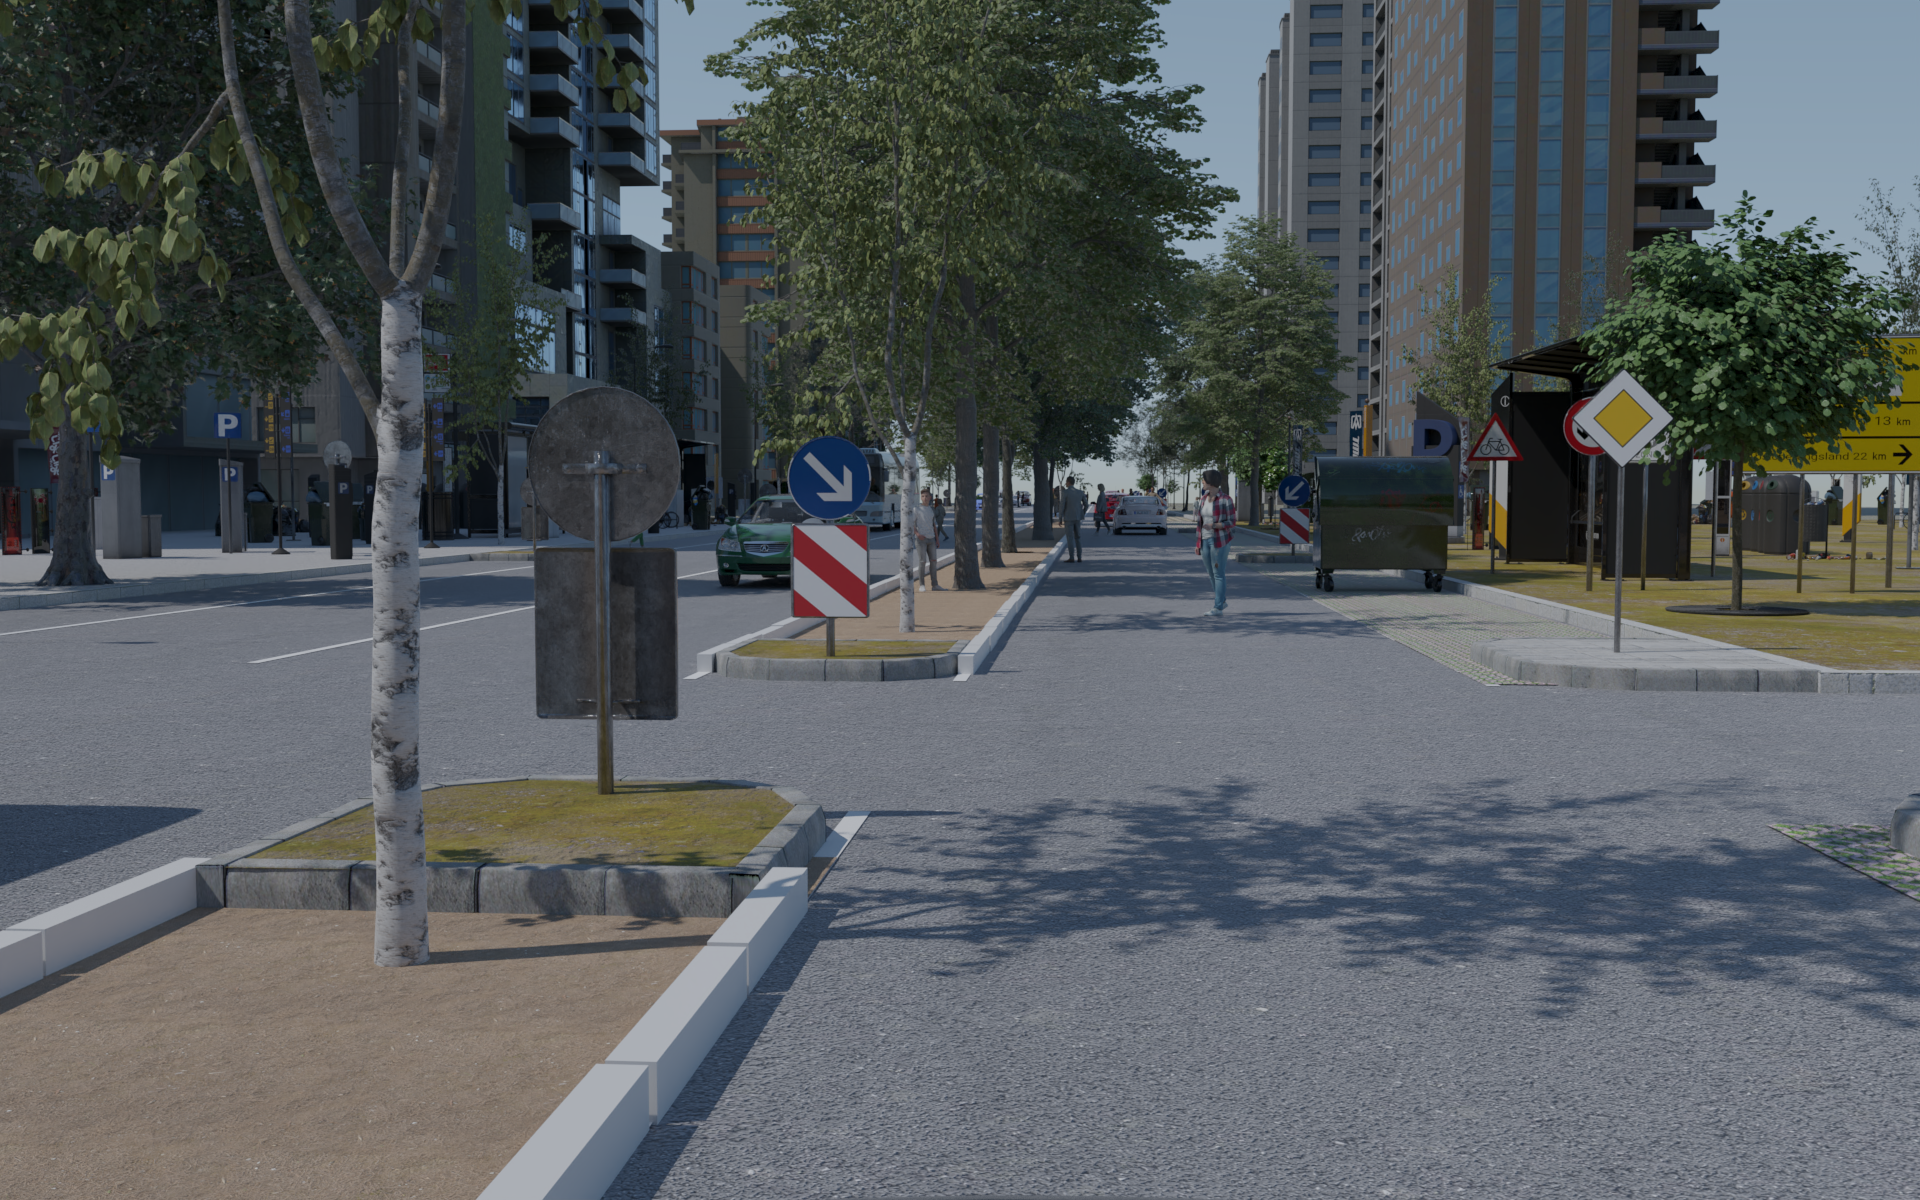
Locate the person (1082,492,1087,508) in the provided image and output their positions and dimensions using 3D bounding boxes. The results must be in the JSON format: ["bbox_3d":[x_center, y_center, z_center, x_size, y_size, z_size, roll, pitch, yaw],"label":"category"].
[{"bbox_3d":[11.062,-8.854,154.180,0.541,1.710,0.530,1,4,19],"label":"person"}]

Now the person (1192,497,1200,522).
[{"bbox_3d":[11.982,-4.609,88.142,0.394,1.301,0.425,3,4,38],"label":"person"}]

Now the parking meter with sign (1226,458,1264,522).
[{"bbox_3d":[13.242,-5.147,80.407,1.738,3.016,0.543,0,4,3],"label":"parking meter with sign"}]

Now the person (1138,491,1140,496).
[{"bbox_3d":[21.225,-12.028,205.021,0.709,1.838,0.599,1,4,21],"label":"person"}]

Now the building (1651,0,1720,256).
[{"bbox_3d":[36.408,-27.865,105.709,14.600,45.320,14.200,0,4,5],"label":"building"}]

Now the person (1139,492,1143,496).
[{"bbox_3d":[8.482,-4.272,80.941,0.523,1.515,0.503,2,4,31],"label":"person"}]

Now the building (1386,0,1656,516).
[{"bbox_3d":[37.929,-28.728,119.806,14.600,45.320,14.200,0,4,5],"label":"building"}]

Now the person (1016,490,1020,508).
[{"bbox_3d":[6.108,-10.653,182.689,0.705,1.822,1.348,0,4,2],"label":"person"}]

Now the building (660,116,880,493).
[{"bbox_3d":[-22.643,-33.563,203.375,22.147,44.769,28.867,0,4,5],"label":"building"}]

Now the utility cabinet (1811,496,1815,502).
[{"bbox_3d":[28.700,-2.927,59.017,0.306,1.237,1.020,0,4,-6],"label":"utility cabinet"}]

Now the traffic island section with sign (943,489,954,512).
[{"bbox_3d":[-1.024,-8.151,141.891,1.989,1.847,2.006,0,4,5],"label":"traffic island section with sign"}]

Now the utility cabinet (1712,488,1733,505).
[{"bbox_3d":[29.958,-3.594,67.442,1.173,1.500,0.318,0,4,3],"label":"utility cabinet"}]

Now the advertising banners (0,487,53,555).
[{"bbox_3d":[-19.951,-2.460,36.413,0.090,3.025,2.074,1,4,18],"label":"advertising banners"}]

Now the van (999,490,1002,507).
[{"bbox_3d":[3.411,-9.281,158.753,2.013,2.044,4.112,0,4,6],"label":"van"}]

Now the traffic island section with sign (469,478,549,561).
[{"bbox_3d":[-9.468,-1.796,37.985,1.989,1.847,2.006,0,4,5],"label":"traffic island section with sign"}]

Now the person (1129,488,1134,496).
[{"bbox_3d":[11.196,-6.432,113.759,0.705,1.812,1.348,-1,4,-17],"label":"person"}]

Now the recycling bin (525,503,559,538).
[{"bbox_3d":[-12.201,-2.326,50.586,0.722,1.027,0.722,1,4,18],"label":"recycling bin"}]

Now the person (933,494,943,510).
[{"bbox_3d":[-1.379,-5.440,100.696,1.065,1.426,0.557,-2,4,-33],"label":"person"}]

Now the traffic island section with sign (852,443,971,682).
[{"bbox_3d":[-0.965,-0.371,14.197,2.006,1.907,1.989,0,4,5],"label":"traffic island section with sign"}]

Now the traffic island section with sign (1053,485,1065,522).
[{"bbox_3d":[5.112,-4.951,89.090,2.006,1.907,1.989,0,4,5],"label":"traffic island section with sign"}]

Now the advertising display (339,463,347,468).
[{"bbox_3d":[-12.783,-1.879,35.934,0.123,1.923,0.974,-1,4,-17],"label":"advertising display"}]

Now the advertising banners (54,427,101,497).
[{"bbox_3d":[-22.166,-2.928,44.066,2.074,3.025,0.090,-1,4,-11],"label":"advertising banners"}]

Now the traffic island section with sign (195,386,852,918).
[{"bbox_3d":[-1.574,0.081,6.815,2.006,1.907,1.989,0,4,5],"label":"traffic island section with sign"}]

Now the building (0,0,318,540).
[{"bbox_3d":[-38.332,-28.215,50.555,28.713,52.752,27.495,0,4,5],"label":"building"}]

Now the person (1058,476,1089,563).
[{"bbox_3d":[2.359,-1.689,36.219,0.635,1.810,0.391,-2,4,-32],"label":"person"}]

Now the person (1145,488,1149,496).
[{"bbox_3d":[11.278,-5.838,104.042,0.705,1.812,1.348,0,4,-2],"label":"person"}]

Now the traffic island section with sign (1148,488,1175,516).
[{"bbox_3d":[13.102,-6.413,113.479,1.989,1.847,2.006,0,4,5],"label":"traffic island section with sign"}]

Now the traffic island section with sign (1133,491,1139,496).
[{"bbox_3d":[15.311,-8.075,140.648,1.989,1.847,2.006,0,4,5],"label":"traffic island section with sign"}]

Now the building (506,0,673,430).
[{"bbox_3d":[-30.840,-48.559,106.617,22.319,86.520,31.000,0,4,5],"label":"building"}]

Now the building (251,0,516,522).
[{"bbox_3d":[-29.645,-24.186,79.034,14.154,41.232,14.086,0,4,5],"label":"building"}]

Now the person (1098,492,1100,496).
[{"bbox_3d":[15.735,-11.246,193.158,1.217,1.735,0.721,-3,5,-41],"label":"person"}]

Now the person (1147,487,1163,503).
[{"bbox_3d":[10.225,-5.109,92.035,1.348,1.823,0.705,2,4,31],"label":"person"}]

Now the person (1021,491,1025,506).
[{"bbox_3d":[7.232,-11.741,200.993,0.721,1.766,1.217,1,4,15],"label":"person"}]

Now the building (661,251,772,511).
[{"bbox_3d":[-31.560,-17.977,138.965,27.650,21.520,28.899,0,4,5],"label":"building"}]

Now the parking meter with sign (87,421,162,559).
[{"bbox_3d":[-16.630,-2.331,34.375,0.543,3.016,1.738,1,4,14],"label":"parking meter with sign"}]

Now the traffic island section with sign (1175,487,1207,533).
[{"bbox_3d":[9.053,-3.371,63.745,1.989,1.847,2.006,0,4,5],"label":"traffic island section with sign"}]

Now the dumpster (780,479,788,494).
[{"bbox_3d":[-8.534,-5.264,88.565,1.502,2.255,1.985,0,4,5],"label":"dumpster"}]

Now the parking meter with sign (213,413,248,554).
[{"bbox_3d":[-15.933,-2.550,37.950,0.543,3.016,1.738,-1,4,-18],"label":"parking meter with sign"}]

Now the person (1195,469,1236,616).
[{"bbox_3d":[3.039,-0.680,20.457,0.643,1.720,0.563,-2,4,-34],"label":"person"}]

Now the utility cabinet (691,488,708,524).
[{"bbox_3d":[-11.285,-4.066,75.158,0.318,1.500,1.173,1,4,11],"label":"utility cabinet"}]

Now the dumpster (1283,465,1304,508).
[{"bbox_3d":[11.516,-3.326,56.868,1.502,2.255,1.985,0,4,4],"label":"dumpster"}]

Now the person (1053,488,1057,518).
[{"bbox_3d":[5.698,-5.927,105.494,1.348,1.812,0.705,0,3,0],"label":"person"}]

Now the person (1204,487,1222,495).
[{"bbox_3d":[6.507,-2.176,44.177,0.679,1.850,0.850,2,4,32],"label":"person"}]

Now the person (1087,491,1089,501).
[{"bbox_3d":[17.859,-14.332,242.925,0.705,1.812,1.348,0,4,-6],"label":"person"}]

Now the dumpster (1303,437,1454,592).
[{"bbox_3d":[6.182,-1.259,25.536,1.985,2.255,1.502,0,4,6],"label":"dumpster"}]

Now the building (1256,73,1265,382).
[{"bbox_3d":[50.176,-42.130,230.816,21.231,58.520,28.212,0,4,5],"label":"building"}]

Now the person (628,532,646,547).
[{"bbox_3d":[-8.459,-2.001,45.467,0.590,1.304,0.306,-3,4,-37],"label":"person"}]

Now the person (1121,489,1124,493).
[{"bbox_3d":[9.765,-5.800,103.882,0.990,1.755,0.434,1,4,20],"label":"person"}]

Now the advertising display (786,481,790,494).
[{"bbox_3d":[-8.391,-4.939,85.960,0.123,1.923,0.974,1,4,16],"label":"advertising display"}]

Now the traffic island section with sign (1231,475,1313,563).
[{"bbox_3d":[6.851,-1.706,36.513,1.989,1.847,2.006,0,4,5],"label":"traffic island section with sign"}]

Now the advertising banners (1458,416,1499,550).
[{"bbox_3d":[11.915,-2.661,39.692,2.074,3.025,0.090,-3,5,-44],"label":"advertising banners"}]

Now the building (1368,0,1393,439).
[{"bbox_3d":[42.253,-42.701,136.412,20.563,71.187,20.611,0,4,5],"label":"building"}]

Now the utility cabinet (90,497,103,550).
[{"bbox_3d":[-19.656,-1.781,40.273,1.020,1.237,0.306,-3,4,-39],"label":"utility cabinet"}]

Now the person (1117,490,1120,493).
[{"bbox_3d":[11.609,-7.228,127.461,1.217,1.735,0.721,2,4,31],"label":"person"}]

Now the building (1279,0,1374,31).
[{"bbox_3d":[47.814,-40.399,202.517,21.231,58.520,28.212,0,4,5],"label":"building"}]

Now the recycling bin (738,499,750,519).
[{"bbox_3d":[-10.986,-4.676,89.006,0.722,1.027,0.722,-1,4,-15],"label":"recycling bin"}]

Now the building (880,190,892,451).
[{"bbox_3d":[-20.763,-35.322,232.131,22.147,44.769,28.867,0,4,5],"label":"building"}]

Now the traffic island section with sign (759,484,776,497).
[{"bbox_3d":[-7.260,-3.452,65.076,1.989,1.847,2.006,0,4,5],"label":"traffic island section with sign"}]
